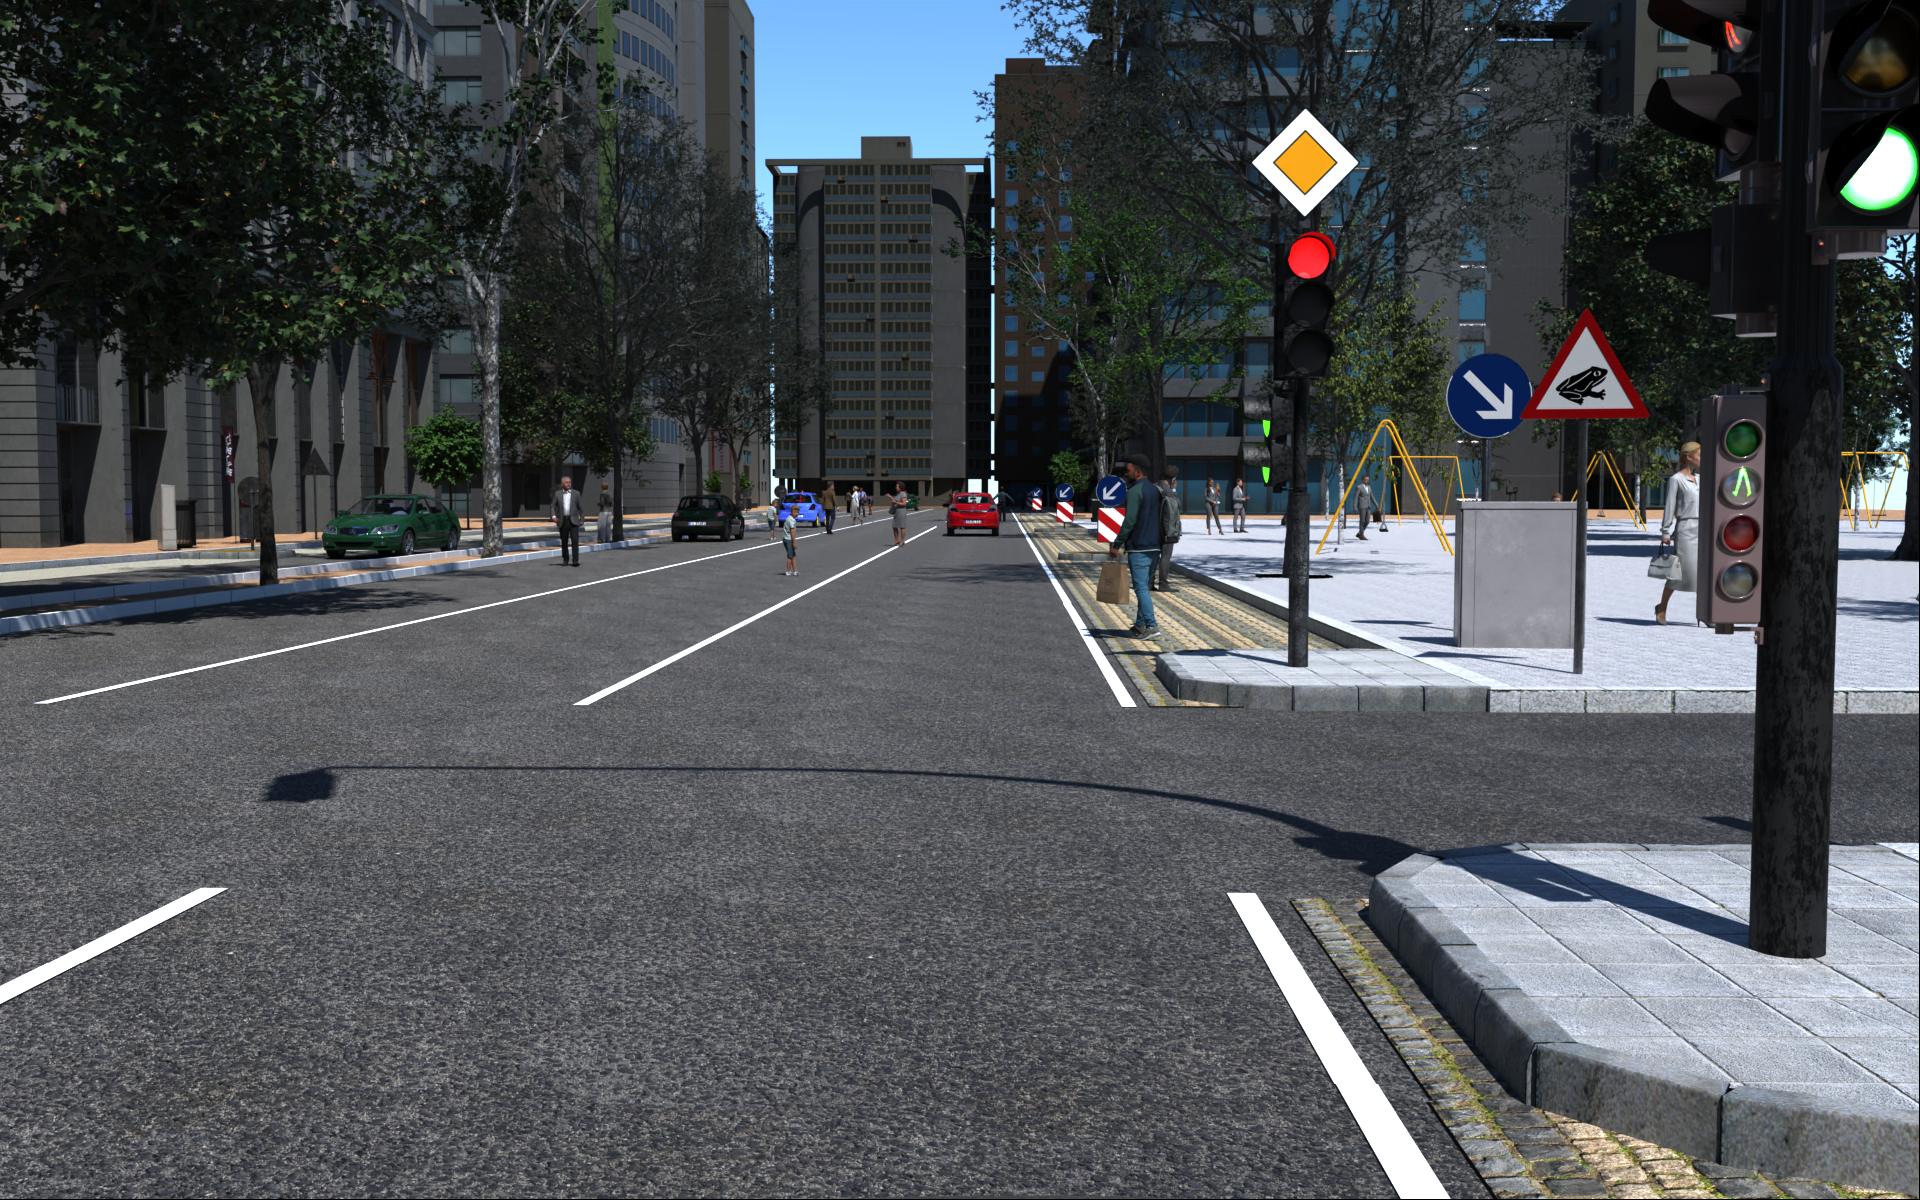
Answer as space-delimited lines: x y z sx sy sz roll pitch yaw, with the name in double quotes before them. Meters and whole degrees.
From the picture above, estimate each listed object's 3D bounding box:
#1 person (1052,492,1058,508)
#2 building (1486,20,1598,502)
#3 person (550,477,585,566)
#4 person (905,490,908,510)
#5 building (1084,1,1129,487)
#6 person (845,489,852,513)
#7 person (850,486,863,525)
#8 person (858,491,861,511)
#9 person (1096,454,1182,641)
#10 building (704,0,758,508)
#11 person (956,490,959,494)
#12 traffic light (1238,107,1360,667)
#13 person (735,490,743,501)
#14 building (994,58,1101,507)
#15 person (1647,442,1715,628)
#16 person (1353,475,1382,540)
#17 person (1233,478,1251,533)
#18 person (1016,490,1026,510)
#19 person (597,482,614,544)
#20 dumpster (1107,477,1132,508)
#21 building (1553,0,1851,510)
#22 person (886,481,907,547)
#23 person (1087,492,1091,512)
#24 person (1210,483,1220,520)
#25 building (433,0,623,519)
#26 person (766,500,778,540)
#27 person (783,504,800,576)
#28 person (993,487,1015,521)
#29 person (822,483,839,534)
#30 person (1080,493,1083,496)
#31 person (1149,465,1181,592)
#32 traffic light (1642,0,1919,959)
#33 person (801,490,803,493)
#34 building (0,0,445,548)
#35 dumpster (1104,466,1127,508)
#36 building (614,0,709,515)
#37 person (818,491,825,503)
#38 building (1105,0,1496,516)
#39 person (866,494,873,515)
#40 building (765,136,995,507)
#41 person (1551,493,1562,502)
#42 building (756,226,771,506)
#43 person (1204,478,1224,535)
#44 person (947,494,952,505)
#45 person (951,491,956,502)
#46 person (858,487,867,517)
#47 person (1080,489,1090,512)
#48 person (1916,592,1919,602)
"person" 8.658 -9.023 154.102 0.750 1.759 0.617 -2 4 -25
"building" 46.737 -28.724 153.233 14.086 41.232 14.154 0 4 1
"person" -7.748 -1.551 34.263 0.661 1.777 0.834 -1 4 -19
"person" -5.016 -9.245 159.744 0.705 1.812 1.348 -3 5 -39
"building" 21.898 -30.036 145.705 22.147 44.769 28.867 0 4 1
"person" -8.445 -7.549 131.937 0.705 1.823 1.348 -3 4 -37
"person" -4.759 -4.344 79.751 0.641 1.798 0.478 0 4 4
"person" -8.766 -8.646 150.799 0.756 1.711 0.436 -1 4 -20
"person" 1.740 -0.519 16.977 0.794 1.824 0.713 -2 4 -31
"building" -29.676 -32.201 150.193 21.600 48.544 21.300 0 4 1
"person" -0.194 -7.028 124.080 0.551 1.740 0.621 -2 4 -24
"traffic light" 2.495 -1.459 12.768 0.839 4.253 0.868 0 4 1
"person" -13.899 -6.098 109.021 0.721 1.723 1.217 1 4 12
"building" 10.737 -32.503 181.540 14.200 45.320 14.600 0 4 1
"person" 7.042 -0.632 16.734 0.694 1.780 0.624 -1 4 -13
"person" 11.275 -2.570 48.190 0.709 1.813 0.853 -2 4 -35
"person" 9.316 -3.129 57.401 0.583 1.804 0.606 2 4 28
"person" 5.335 -8.570 148.694 0.705 1.814 1.350 3 5 40
"person" -9.833 -2.376 47.896 0.362 1.759 0.519 2 4 33
"dumpster" 5.665 -3.286 59.493 1.264 1.857 1.865 0 4 1
"building" 64.481 -32.108 148.670 21.600 48.544 21.300 0 4 1
"person" -1.760 -2.349 47.265 0.532 1.782 0.716 -2 4 -30
"person" 9.293 -7.004 123.787 0.599 1.433 0.991 0 4 8
"person" 12.809 -4.951 86.968 0.580 1.828 0.573 -1 4 -21
"building" -27.291 -25.187 95.397 14.154 41.232 14.086 0 4 1
"person" -5.854 -2.499 54.044 0.352 1.250 0.332 -1 4 -13
"person" -2.951 -1.054 30.410 0.352 1.250 0.332 1 4 20
"person" 2.198 -5.017 90.612 1.350 1.814 0.705 0 4 -5
"person" -4.632 -3.273 61.919 0.656 1.842 0.836 0 4 -1
"person" 10.353 -8.475 145.136 0.750 1.759 0.617 0 4 4
"person" 2.991 -1.039 25.293 0.447 1.846 0.655 -2 4 -31
"traffic light" 0.211 -1.836 4.694 4.771 5.953 1.251 0 4 1
"person" -13.001 -8.254 143.989 0.750 1.759 0.617 2 4 29
"building" -26.747 -16.963 54.838 11.434 29.767 29.804 0 4 1
"dumpster" 5.750 -3.627 61.800 1.502 2.255 1.985 0 4 2
"building" -29.905 -35.111 116.061 21.231 58.520 28.212 0 4 1
"person" -12.061 -8.814 153.122 1.217 1.766 0.721 -3 5 -39
"building" 21.907 -30.358 115.960 23.786 49.044 30.456 0 4 1
"person" -6.246 -6.572 119.179 0.421 1.427 0.697 2 4 35
"building" -8.149 -30.512 190.749 23.993 40.220 32.217 0 4 1
"person" 10.223 -1.195 29.837 0.306 1.304 0.590 0 4 -3
"building" -27.732 -25.104 182.147 14.107 30.474 14.160 0 4 1
"person" 8.000 -2.952 54.584 0.520 1.790 0.573 -3 5 -45
"person" -0.798 -7.690 137.499 0.557 1.426 1.065 -1 4 -19
"person" -0.306 -5.920 106.765 0.593 1.643 0.415 3 5 44
"person" -6.090 -5.998 106.434 0.709 1.838 0.599 1 4 9
"person" 9.102 -7.302 125.370 0.705 1.831 1.348 2 4 32
"person" 11.189 -0.825 19.553 0.620 1.820 0.660 0 4 0
